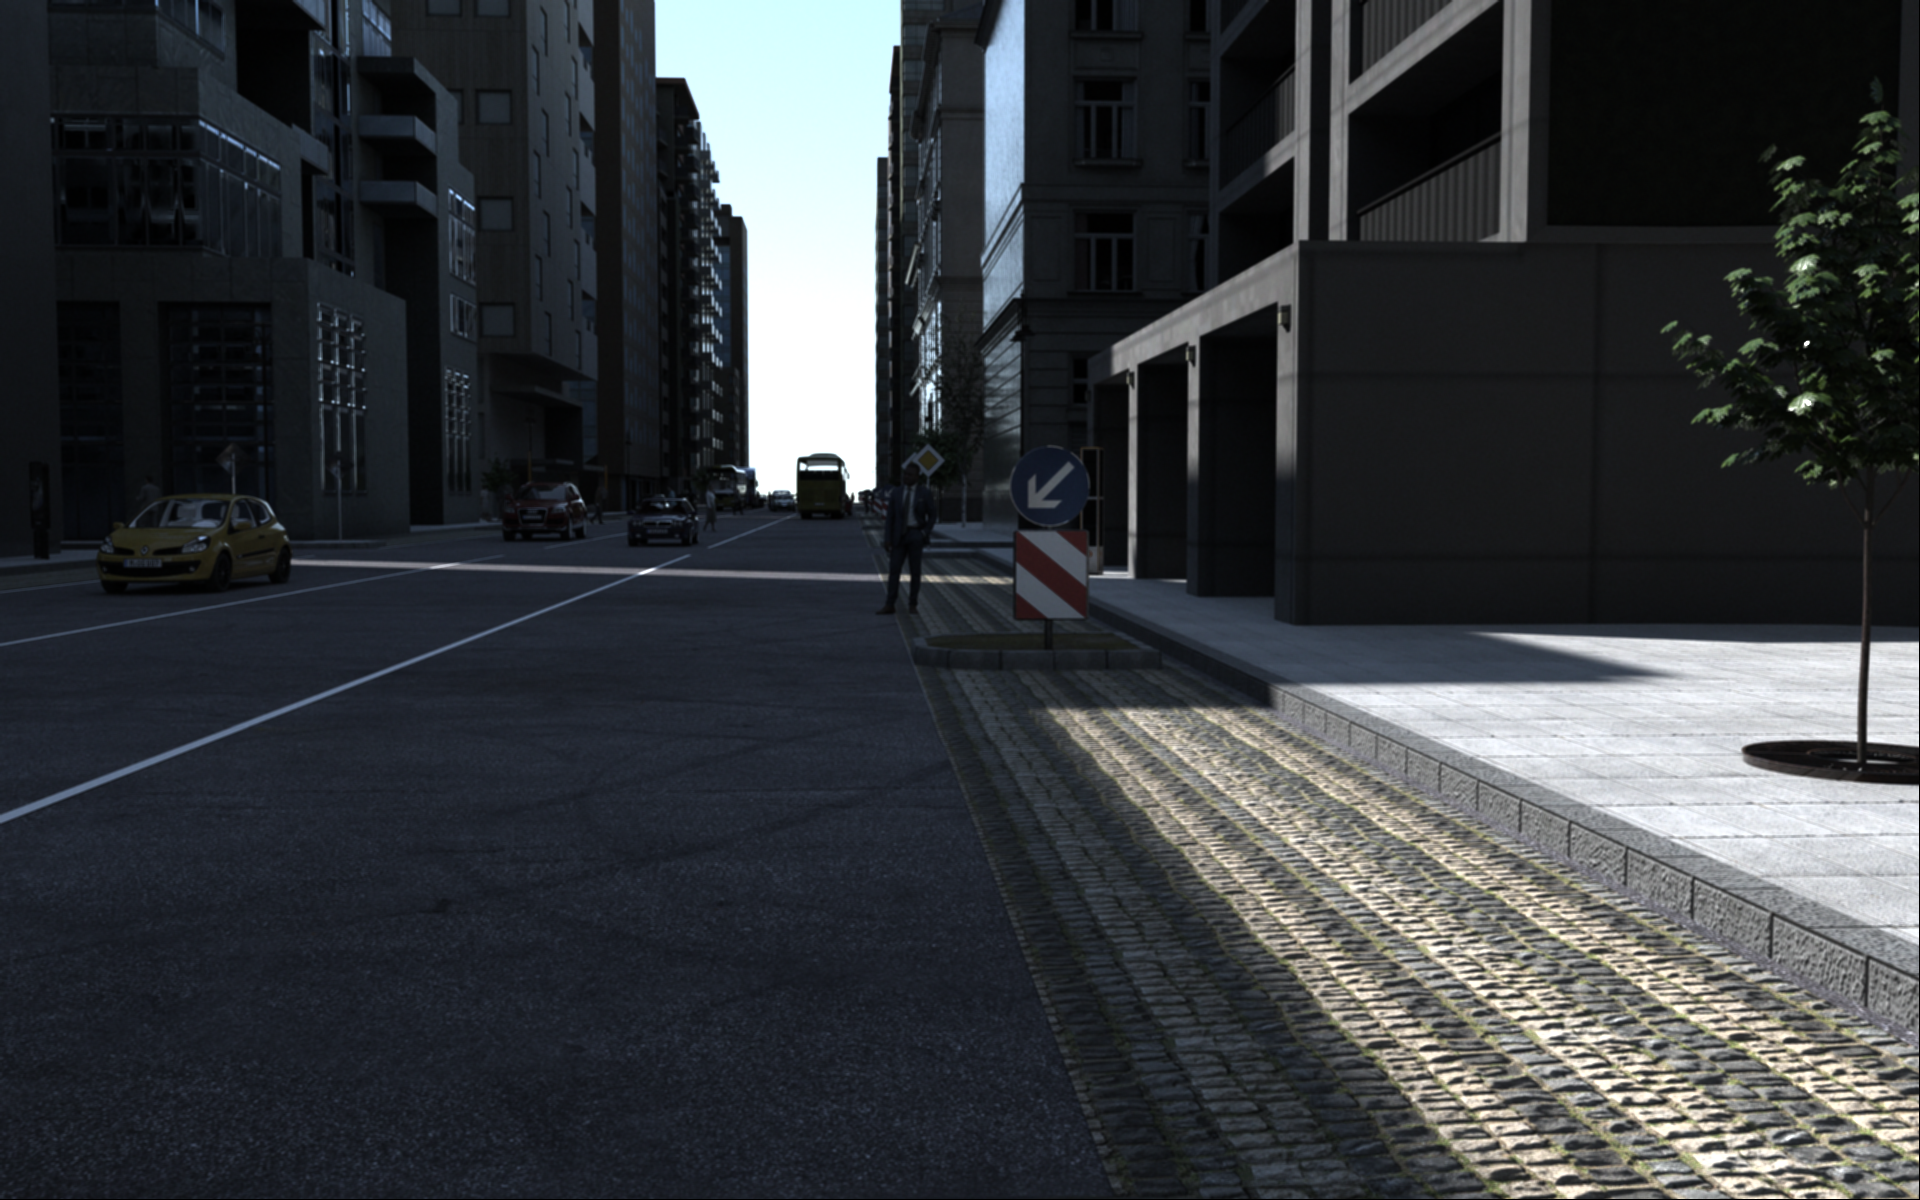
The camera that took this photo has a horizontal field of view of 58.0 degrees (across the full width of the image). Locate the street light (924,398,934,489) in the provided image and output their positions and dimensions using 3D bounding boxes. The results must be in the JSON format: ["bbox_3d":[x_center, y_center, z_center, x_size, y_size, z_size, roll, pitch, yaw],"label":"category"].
[{"bbox_3d":[-1.507,-6.769,83.454,0.468,5.910,1.993,0,4,-4],"label":"street light"}]

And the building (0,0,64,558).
[{"bbox_3d":[-30.910,-14.492,30.449,24.014,27.812,14.314,0,4,-4],"label":"building"}]

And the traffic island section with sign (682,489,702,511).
[{"bbox_3d":[-23.091,-8.405,146.046,1.989,1.847,2.006,0,4,-4],"label":"traffic island section with sign"}]

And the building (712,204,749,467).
[{"bbox_3d":[-40.330,-37.928,270.240,14.600,45.320,14.200,0,4,-4],"label":"building"}]

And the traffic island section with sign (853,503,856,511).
[{"bbox_3d":[-7.908,-8.479,147.265,1.989,1.847,2.006,0,4,-4],"label":"traffic island section with sign"}]

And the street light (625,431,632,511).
[{"bbox_3d":[-23.699,-9.238,123.832,0.468,5.910,1.993,0,4,-4],"label":"street light"}]

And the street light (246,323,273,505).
[{"bbox_3d":[-18.783,-4.531,46.867,0.468,5.910,1.993,0,4,-4],"label":"street light"}]

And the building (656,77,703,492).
[{"bbox_3d":[-38.458,-32.066,178.906,22.147,44.769,28.867,0,4,-4],"label":"building"}]

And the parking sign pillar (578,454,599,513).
[{"bbox_3d":[-25.295,-7.921,117.986,1.447,3.967,1.447,0,4,-1],"label":"parking sign pillar"}]

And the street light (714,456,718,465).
[{"bbox_3d":[-29.024,-14.266,206.034,0.468,5.910,1.993,0,4,-4],"label":"street light"}]

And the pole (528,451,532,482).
[{"bbox_3d":[-20.469,-5.418,82.435,0.158,3.312,0.155,0,3,0],"label":"pole"}]

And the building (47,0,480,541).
[{"bbox_3d":[-29.876,-45.687,59.662,22.319,86.520,31.000,0,4,-4],"label":"building"}]

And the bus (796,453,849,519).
[{"bbox_3d":[-8.151,-6.818,103.016,2.896,3.916,12.252,0,4,-2],"label":"bus"}]

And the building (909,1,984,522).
[{"bbox_3d":[4.005,-17.957,90.864,12.463,27.353,25.104,0,4,-4],"label":"building"}]

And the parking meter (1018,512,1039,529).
[{"bbox_3d":[1.388,-1.783,34.860,0.399,1.863,0.255,-3,4,-38],"label":"parking meter"}]

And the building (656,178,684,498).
[{"bbox_3d":[-32.968,-23.575,157.160,14.160,30.474,14.107,0,4,-4],"label":"building"}]

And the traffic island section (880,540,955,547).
[{"bbox_3d":[-1.191,-1.548,47.586,2.009,0.180,2.903,0,4,-4],"label":"traffic island section"}]

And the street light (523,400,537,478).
[{"bbox_3d":[-21.152,-6.884,85.346,0.468,5.910,1.993,0,4,-4],"label":"street light"}]

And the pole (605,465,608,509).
[{"bbox_3d":[-24.894,-7.832,121.888,0.158,3.312,0.155,0,3,0],"label":"pole"}]

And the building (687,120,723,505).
[{"bbox_3d":[-41.865,-36.636,218.605,23.786,49.044,30.456,0,4,-4],"label":"building"}]

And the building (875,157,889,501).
[{"bbox_3d":[-3.210,-32.387,213.118,14.154,41.232,14.086,0,4,-4],"label":"building"}]

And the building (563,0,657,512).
[{"bbox_3d":[-32.529,-30.085,142.007,14.600,45.320,14.200,0,4,-4],"label":"building"}]

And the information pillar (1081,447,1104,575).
[{"bbox_3d":[2.094,-1.403,27.424,0.304,2.012,0.304,1,4,20],"label":"information pillar"}]

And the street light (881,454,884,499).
[{"bbox_3d":[-8.884,-13.814,198.643,0.468,5.910,1.993,0,4,-4],"label":"street light"}]

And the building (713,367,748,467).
[{"bbox_3d":[-45.263,-24.713,249.099,27.650,21.520,28.899,0,4,-4],"label":"building"}]

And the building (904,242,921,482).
[{"bbox_3d":[1.926,-15.226,113.569,10.561,19.102,19.286,0,4,-4],"label":"building"}]

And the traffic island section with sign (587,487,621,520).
[{"bbox_3d":[-19.871,-5.349,96.089,1.989,1.847,2.006,0,4,-4],"label":"traffic island section with sign"}]

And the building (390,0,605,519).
[{"bbox_3d":[-36.313,-31.263,100.397,28.713,52.752,27.495,0,4,-4],"label":"building"}]

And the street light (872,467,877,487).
[{"bbox_3d":[-14.159,-18.876,281.405,0.468,5.910,1.993,0,4,-4],"label":"street light"}]

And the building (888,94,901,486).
[{"bbox_3d":[-0.843,-33.072,190.831,14.600,45.320,14.200,0,4,-4],"label":"building"}]

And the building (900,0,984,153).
[{"bbox_3d":[2.390,-27.507,133.329,14.154,41.232,14.086,0,4,-4],"label":"building"}]

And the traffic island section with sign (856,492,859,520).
[{"bbox_3d":[-4.713,-5.425,97.319,1.989,1.847,2.006,0,4,-4],"label":"traffic island section with sign"}]

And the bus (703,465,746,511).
[{"bbox_3d":[-20.203,-9.673,149.703,2.896,3.916,12.252,0,4,-3],"label":"bus"}]

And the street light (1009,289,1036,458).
[{"bbox_3d":[1.407,-4.066,39.272,0.468,5.910,1.993,0,4,-4],"label":"street light"}]

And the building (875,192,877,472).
[{"bbox_3d":[-1.707,-38.710,256.614,21.300,48.544,21.600,0,4,-4],"label":"building"}]

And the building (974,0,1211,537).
[{"bbox_3d":[15.483,-13.608,55.777,30.059,22.955,16.112,0,4,-4],"label":"building"}]

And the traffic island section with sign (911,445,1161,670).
[{"bbox_3d":[0.583,-0.386,14.943,1.989,1.847,2.006,0,4,-4],"label":"traffic island section with sign"}]

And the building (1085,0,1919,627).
[{"bbox_3d":[13.153,-35.574,19.886,20.563,71.187,20.611,0,4,-4],"label":"building"}]

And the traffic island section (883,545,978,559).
[{"bbox_3d":[-0.681,-1.060,39.618,2.009,0.180,2.903,0,4,-4],"label":"traffic island section"}]

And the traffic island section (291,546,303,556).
[{"bbox_3d":[-16.191,-1.000,38.632,2.009,0.180,2.903,0,4,-4],"label":"traffic island section"}]

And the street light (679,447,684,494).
[{"bbox_3d":[-26.129,-11.592,162.308,0.468,5.910,1.993,0,4,-4],"label":"street light"}]

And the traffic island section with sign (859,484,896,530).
[{"bbox_3d":[-2.986,-3.774,70.337,1.989,1.847,2.006,0,4,-4],"label":"traffic island section with sign"}]

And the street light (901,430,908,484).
[{"bbox_3d":[-3.934,-9.127,122.010,0.468,5.910,1.993,0,4,-4],"label":"street light"}]

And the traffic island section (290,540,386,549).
[{"bbox_3d":[-16.701,-1.487,46.601,2.009,0.180,2.903,0,4,-4],"label":"traffic island section"}]

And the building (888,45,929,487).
[{"bbox_3d":[4.152,-31.499,169.630,22.147,44.769,28.867,0,4,-4],"label":"building"}]

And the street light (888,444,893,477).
[{"bbox_3d":[-6.403,-11.449,159.985,0.468,5.910,1.993,0,4,-4],"label":"street light"}]
